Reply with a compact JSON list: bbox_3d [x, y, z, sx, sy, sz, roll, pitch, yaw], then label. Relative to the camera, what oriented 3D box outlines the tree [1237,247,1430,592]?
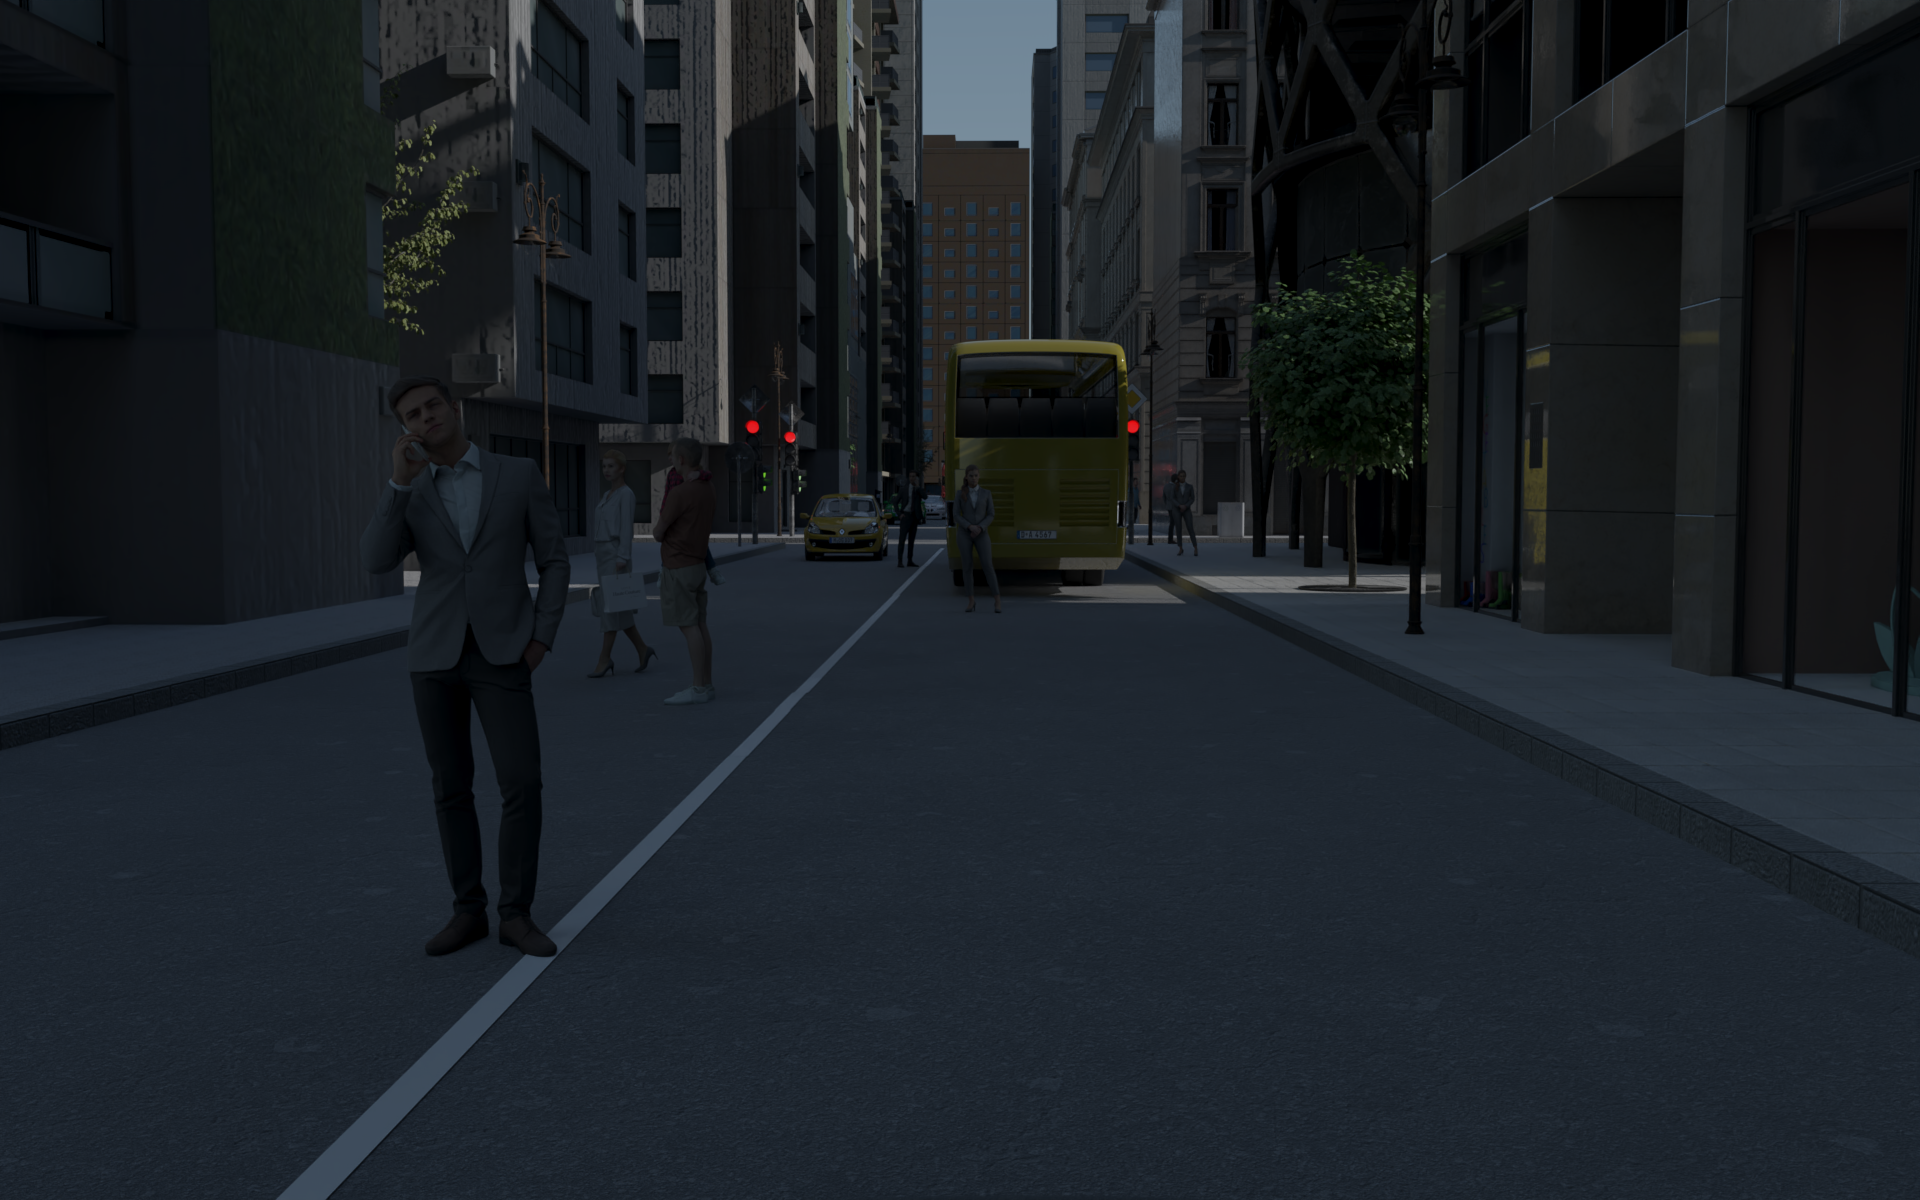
[{"bbox_3d":[5.350,-2.417,23.232,4.285,4.588,4.351,0,3,0],"label":"tree"}]

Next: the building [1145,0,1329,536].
[{"bbox_3d":[15.604,-12.706,56.898,18.267,20.994,9.793,0,4,1],"label":"building"}]

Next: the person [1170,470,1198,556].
[{"bbox_3d":[4.668,-1.817,36.027,0.520,1.790,0.573,-1,4,-9],"label":"person"}]

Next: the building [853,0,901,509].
[{"bbox_3d":[-16.340,-29.789,141.681,22.147,44.769,28.867,0,4,1],"label":"building"}]

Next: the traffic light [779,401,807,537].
[{"bbox_3d":[-5.056,-3.868,52.165,0.839,4.253,0.868,0,4,1],"label":"traffic light"}]

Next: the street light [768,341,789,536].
[{"bbox_3d":[-5.497,-4.879,52.553,0.468,5.910,1.993,0,4,1],"label":"street light"}]

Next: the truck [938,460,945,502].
[{"bbox_3d":[-0.281,-9.522,144.594,2.839,4.237,11.283,0,4,1],"label":"truck"}]

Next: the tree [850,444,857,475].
[{"bbox_3d":[-8.304,-7.790,111.080,4.285,4.588,4.351,0,3,0],"label":"tree"}]

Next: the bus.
[{"bbox_3d":[1.076,-2.341,29.830,2.896,3.916,12.252,0,4,0],"label":"bus"}]

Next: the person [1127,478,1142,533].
[{"bbox_3d":[5.646,-3.105,56.828,0.620,1.820,0.660,2,4,32],"label":"person"}]

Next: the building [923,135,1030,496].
[{"bbox_3d":[1.545,-34.787,218.882,14.200,45.320,14.600,0,4,1],"label":"building"}]

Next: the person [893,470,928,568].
[{"bbox_3d":[-0.960,-1.598,33.983,0.648,1.900,0.474,-2,4,-26],"label":"person"}]

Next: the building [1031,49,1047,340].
[{"bbox_3d":[23.323,-41.561,221.527,28.212,58.520,21.231,0,4,1],"label":"building"}]

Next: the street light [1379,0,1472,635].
[{"bbox_3d":[4.172,-2.626,15.720,0.468,5.910,1.993,0,4,1],"label":"street light"}]

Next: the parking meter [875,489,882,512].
[{"bbox_3d":[-4.228,-4.971,89.688,0.372,1.533,0.369,0,3,0],"label":"parking meter"}]

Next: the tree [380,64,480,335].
[{"bbox_3d":[-9.336,-4.540,24.588,4.737,8.622,4.395,0,3,0],"label":"tree"}]

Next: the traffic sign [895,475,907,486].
[{"bbox_3d":[-3.892,-6.989,114.377,0.768,2.556,0.104,0,4,6],"label":"traffic sign"}]

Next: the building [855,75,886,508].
[{"bbox_3d":[-12.891,-21.319,120.272,14.160,30.474,14.107,0,4,1],"label":"building"}]

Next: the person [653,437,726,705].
[{"bbox_3d":[-1.881,-0.215,11.985,0.573,1.828,0.580,-2,4,-34],"label":"person"}]

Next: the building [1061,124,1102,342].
[{"bbox_3d":[13.323,-19.398,114.423,12.463,27.353,25.104,0,4,1],"label":"building"}]

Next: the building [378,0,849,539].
[{"bbox_3d":[-11.386,-17.586,59.235,14.160,30.474,14.107,0,4,1],"label":"building"}]

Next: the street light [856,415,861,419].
[{"bbox_3d":[-4.856,-6.575,80.290,0.468,5.910,1.993,0,4,1],"label":"street light"}]

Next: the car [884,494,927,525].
[{"bbox_3d":[-2.579,-4.468,81.850,1.959,1.807,4.718,0,4,3],"label":"car"}]

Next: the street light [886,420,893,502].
[{"bbox_3d":[-4.415,-8.288,108.302,0.468,5.910,1.993,0,4,1],"label":"street light"}]

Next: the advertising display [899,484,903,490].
[{"bbox_3d":[-3.835,-6.548,112.281,0.123,1.923,0.974,0,4,-8],"label":"advertising display"}]

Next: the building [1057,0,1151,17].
[{"bbox_3d":[18.917,-37.281,151.548,21.231,58.520,28.212,0,4,1],"label":"building"}]

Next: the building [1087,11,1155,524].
[{"bbox_3d":[15.176,-15.517,86.983,16.112,22.955,30.059,0,4,1],"label":"building"}]

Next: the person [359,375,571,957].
[{"bbox_3d":[-1.530,0.199,5.436,0.592,1.802,0.473,1,4,8],"label":"person"}]

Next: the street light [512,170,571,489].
[{"bbox_3d":[-6.033,-3.203,25.155,0.468,5.910,1.993,0,4,1],"label":"street light"}]

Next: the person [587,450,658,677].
[{"bbox_3d":[-2.673,-0.296,13.690,0.624,1.780,0.694,-1,4,-22],"label":"person"}]

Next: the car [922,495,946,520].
[{"bbox_3d":[-1.680,-5.243,98.079,2.083,1.381,4.827,0,4,0],"label":"car"}]

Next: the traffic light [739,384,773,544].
[{"bbox_3d":[-5.221,-3.380,44.182,0.839,4.253,0.868,0,4,1],"label":"traffic light"}]

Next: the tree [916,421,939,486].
[{"bbox_3d":[-4.184,-13.774,175.571,4.360,8.622,3.978,0,3,0],"label":"tree"}]

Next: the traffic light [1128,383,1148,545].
[{"bbox_3d":[4.338,-3.369,44.001,0.839,4.253,0.868,0,4,1],"label":"traffic light"}]

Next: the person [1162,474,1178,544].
[{"bbox_3d":[5.487,-2.345,44.558,0.473,1.802,0.592,-1,4,-10],"label":"person"}]

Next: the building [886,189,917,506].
[{"bbox_3d":[-11.443,-23.961,163.469,14.160,30.474,14.107,0,4,1],"label":"building"}]

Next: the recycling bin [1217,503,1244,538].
[{"bbox_3d":[8.003,-2.364,51.204,0.722,1.027,0.722,0,4,4],"label":"recycling bin"}]

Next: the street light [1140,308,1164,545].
[{"bbox_3d":[4.765,-4.307,43.199,0.468,5.910,1.993,0,4,1],"label":"street light"}]

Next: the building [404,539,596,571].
[{"bbox_3d":[-14.074,-16.091,34.785,14.107,30.474,14.160,0,4,1],"label":"building"}]

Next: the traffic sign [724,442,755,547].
[{"bbox_3d":[-5.381,-2.576,42.230,0.768,2.556,0.104,1,4,9],"label":"traffic sign"}]

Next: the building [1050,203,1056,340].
[{"bbox_3d":[15.979,-24.602,173.946,14.160,30.474,14.107,0,4,1],"label":"building"}]

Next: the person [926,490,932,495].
[{"bbox_3d":[-3.355,-11.020,186.930,1.217,1.736,0.721,-1,4,-20],"label":"person"}]

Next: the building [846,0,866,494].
[{"bbox_3d":[-15.689,-47.428,88.116,22.319,86.520,31.000,0,4,1],"label":"building"}]

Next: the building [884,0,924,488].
[{"bbox_3d":[-14.743,-46.052,191.202,20.611,71.187,20.563,0,4,1],"label":"building"}]

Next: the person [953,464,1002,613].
[{"bbox_3d":[0.209,-0.745,20.957,0.520,1.790,0.573,-1,4,-19],"label":"person"}]

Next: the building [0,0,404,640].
[{"bbox_3d":[-14.262,-20.220,14.191,14.154,41.232,14.086,0,4,1],"label":"building"}]

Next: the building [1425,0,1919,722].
[{"bbox_3d":[14.691,-12.097,2.299,19.350,26.468,34.151,0,4,1],"label":"building"}]

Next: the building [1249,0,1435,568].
[{"bbox_3d":[14.037,-10.160,33.571,16.820,18.784,16.811,0,4,1],"label":"building"}]

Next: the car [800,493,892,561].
[{"bbox_3d":[-2.498,-1.730,38.505,2.015,1.641,3.980,0,3,0],"label":"car"}]
